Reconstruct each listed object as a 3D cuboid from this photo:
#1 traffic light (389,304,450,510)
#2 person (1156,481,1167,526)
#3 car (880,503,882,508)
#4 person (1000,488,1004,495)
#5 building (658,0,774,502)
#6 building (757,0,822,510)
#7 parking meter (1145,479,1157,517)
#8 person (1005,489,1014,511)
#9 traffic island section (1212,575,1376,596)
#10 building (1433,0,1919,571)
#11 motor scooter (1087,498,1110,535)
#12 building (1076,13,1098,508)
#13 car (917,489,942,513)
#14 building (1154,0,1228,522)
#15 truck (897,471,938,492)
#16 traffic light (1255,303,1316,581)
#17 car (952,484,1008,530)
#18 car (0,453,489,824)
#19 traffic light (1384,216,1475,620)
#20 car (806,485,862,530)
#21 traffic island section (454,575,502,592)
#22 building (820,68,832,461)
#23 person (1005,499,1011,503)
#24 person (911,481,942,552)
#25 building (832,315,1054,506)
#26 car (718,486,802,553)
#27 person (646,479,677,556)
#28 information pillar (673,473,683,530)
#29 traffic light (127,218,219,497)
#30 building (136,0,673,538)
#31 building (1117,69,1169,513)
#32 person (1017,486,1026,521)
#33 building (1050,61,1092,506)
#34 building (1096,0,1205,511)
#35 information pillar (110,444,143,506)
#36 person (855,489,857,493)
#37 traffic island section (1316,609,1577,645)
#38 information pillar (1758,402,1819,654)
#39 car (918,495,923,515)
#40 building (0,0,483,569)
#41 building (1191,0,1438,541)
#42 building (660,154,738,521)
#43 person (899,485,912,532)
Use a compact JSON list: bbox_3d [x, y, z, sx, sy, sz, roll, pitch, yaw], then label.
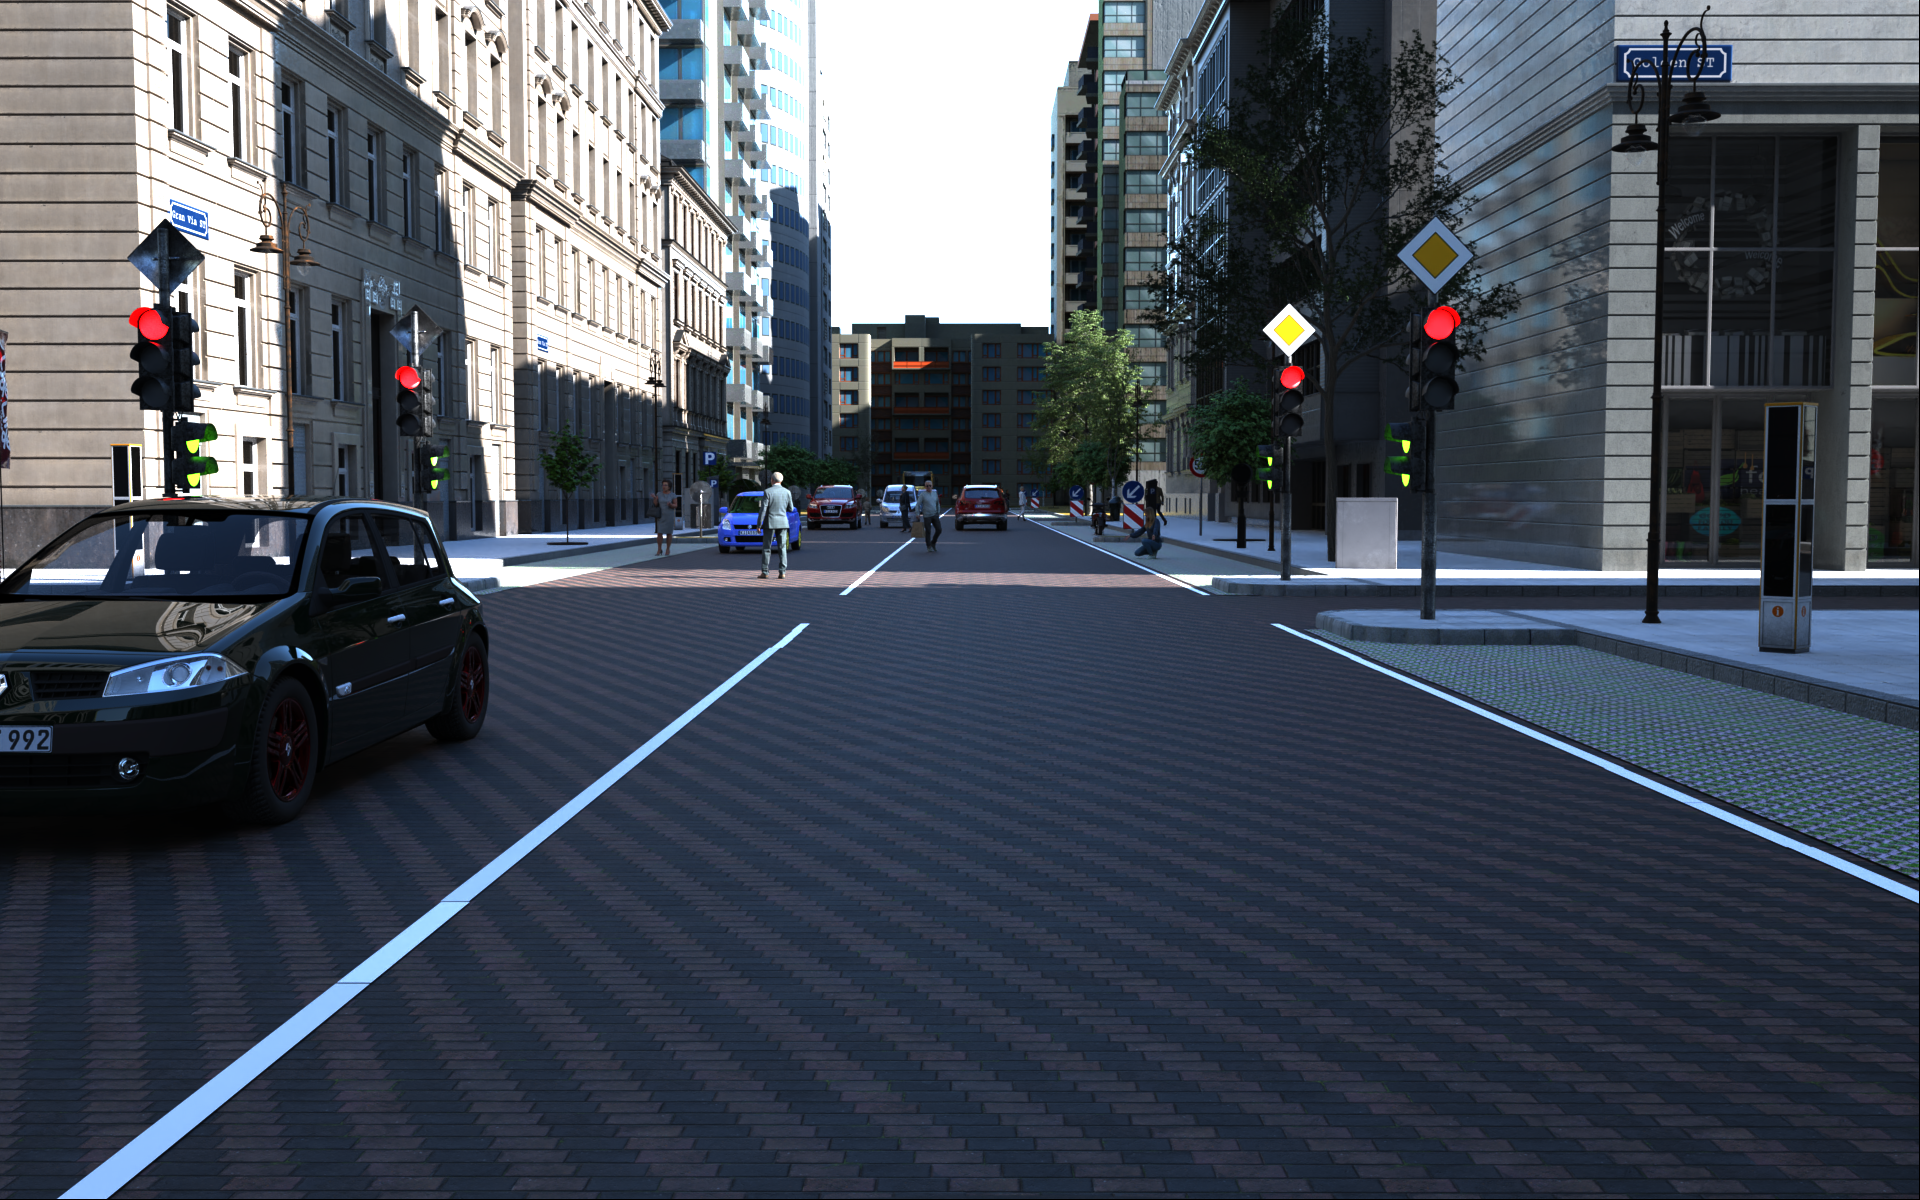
[{"bbox_3d":[-8.038,-2.249,25.693,0.839,4.253,0.868,0,4,0],"label":"traffic light"},{"bbox_3d":[8.058,-3.951,70.552,0.836,1.842,0.656,1,4,22],"label":"person"},{"bbox_3d":[-4.948,-7.174,129.657,2.083,1.381,4.827,0,4,2],"label":"car"},{"bbox_3d":[2.696,-6.382,112.871,0.705,1.821,1.348,-1,4,-16],"label":"person"},{"bbox_3d":[-24.553,-30.336,115.601,23.786,49.044,30.456,0,4,0],"label":"building"},{"bbox_3d":[-23.313,-36.855,144.585,21.231,58.520,28.212,0,4,0],"label":"building"},{"bbox_3d":[7.371,-3.744,66.927,0.399,1.863,0.255,-1,4,-18],"label":"parking meter"},{"bbox_3d":[4.046,-8.467,146.952,1.348,1.822,0.705,-3,5,-43],"label":"person"},{"bbox_3d":[4.863,-0.213,25.755,2.009,0.180,2.903,0,4,0],"label":"traffic island section"},{"bbox_3d":[25.398,-15.633,33.097,29.804,29.767,11.434,0,4,0],"label":"building"},{"bbox_3d":[4.835,-2.907,60.312,0.815,1.314,1.986,0,4,1],"label":"motor scooter"},{"bbox_3d":[22.024,-30.804,158.264,22.147,44.769,28.867,0,4,0],"label":"building"},{"bbox_3d":[-2.480,-7.562,132.306,2.281,1.827,5.304,0,4,-1],"label":"car"},{"bbox_3d":[17.967,-18.418,88.518,14.401,28.519,23.554,0,4,0],"label":"building"},{"bbox_3d":[-3.647,-9.448,150.395,3.469,3.379,9.791,0,4,-1],"label":"truck"},{"bbox_3d":[4.823,-2.246,25.642,0.839,4.253,0.868,0,4,0],"label":"traffic light"},{"bbox_3d":[0.824,-3.741,69.834,2.281,1.827,5.304,0,4,-1],"label":"car"},{"bbox_3d":[-3.723,0.062,8.768,2.009,1.686,4.222,0,4,2],"label":"car"},{"bbox_3d":[4.781,-1.758,17.657,0.839,4.253,0.868,0,4,0],"label":"traffic light"},{"bbox_3d":[-5.144,-3.837,71.409,2.281,1.827,5.304,0,4,0],"label":"car"},{"bbox_3d":[-8.078,-0.217,25.828,2.009,0.180,2.903,0,4,0],"label":"traffic island section"},{"bbox_3d":[-19.557,-29.537,166.519,14.086,41.232,14.154,0,4,0],"label":"building"},{"bbox_3d":[3.306,-7.129,128.277,0.991,1.433,0.599,-1,4,-23],"label":"person"},{"bbox_3d":[-0.845,-2.085,43.076,0.782,1.767,0.515,-2,4,-30],"label":"person"},{"bbox_3d":[-4.218,-21.758,200.783,28.899,21.520,27.650,0,4,0],"label":"building"},{"bbox_3d":[-4.980,-2.058,43.246,1.945,1.707,3.694,0,4,2],"label":"car"},{"bbox_3d":[-6.913,-1.908,40.061,0.716,1.782,0.532,0,4,5],"label":"person"},{"bbox_3d":[-10.083,-3.509,61.862,0.304,2.012,0.304,-1,4,-20],"label":"information pillar"},{"bbox_3d":[-8.080,-1.761,17.708,0.839,4.253,0.868,0,4,0],"label":"traffic light"},{"bbox_3d":[-19.235,-16.469,66.524,12.463,27.353,25.104,0,4,0],"label":"building"},{"bbox_3d":[17.959,-21.399,121.574,14.160,30.474,14.107,0,4,0],"label":"building"},{"bbox_3d":[3.269,-5.125,92.165,0.818,1.842,0.514,-3,5,-43],"label":"person"},{"bbox_3d":[21.021,-35.117,197.869,21.600,48.544,21.300,0,4,0],"label":"building"},{"bbox_3d":[17.703,-27.688,136.296,14.154,41.232,14.086,0,4,0],"label":"building"},{"bbox_3d":[-12.298,-1.291,25.599,0.304,2.012,0.304,0,4,7],"label":"information pillar"},{"bbox_3d":[-9.680,-9.329,159.377,0.742,1.727,0.445,3,4,38],"label":"person"},{"bbox_3d":[4.821,0.276,17.770,2.009,0.180,2.903,0,4,0],"label":"traffic island section"},{"bbox_3d":[6.706,-0.583,14.028,0.304,2.012,0.304,-3,5,-42],"label":"information pillar"},{"bbox_3d":[-3.492,-6.767,122.646,2.014,1.417,4.499,0,4,-1],"label":"car"},{"bbox_3d":[-19.437,-14.904,40.943,12.463,27.353,25.104,0,4,0],"label":"building"},{"bbox_3d":[17.228,-14.845,61.777,14.314,24.678,30.058,0,4,0],"label":"building"},{"bbox_3d":[-17.915,-13.735,89.191,10.561,19.102,19.286,0,4,0],"label":"building"},{"bbox_3d":[-2.021,-3.434,65.065,0.534,1.772,0.576,0,4,-2],"label":"person"}]
